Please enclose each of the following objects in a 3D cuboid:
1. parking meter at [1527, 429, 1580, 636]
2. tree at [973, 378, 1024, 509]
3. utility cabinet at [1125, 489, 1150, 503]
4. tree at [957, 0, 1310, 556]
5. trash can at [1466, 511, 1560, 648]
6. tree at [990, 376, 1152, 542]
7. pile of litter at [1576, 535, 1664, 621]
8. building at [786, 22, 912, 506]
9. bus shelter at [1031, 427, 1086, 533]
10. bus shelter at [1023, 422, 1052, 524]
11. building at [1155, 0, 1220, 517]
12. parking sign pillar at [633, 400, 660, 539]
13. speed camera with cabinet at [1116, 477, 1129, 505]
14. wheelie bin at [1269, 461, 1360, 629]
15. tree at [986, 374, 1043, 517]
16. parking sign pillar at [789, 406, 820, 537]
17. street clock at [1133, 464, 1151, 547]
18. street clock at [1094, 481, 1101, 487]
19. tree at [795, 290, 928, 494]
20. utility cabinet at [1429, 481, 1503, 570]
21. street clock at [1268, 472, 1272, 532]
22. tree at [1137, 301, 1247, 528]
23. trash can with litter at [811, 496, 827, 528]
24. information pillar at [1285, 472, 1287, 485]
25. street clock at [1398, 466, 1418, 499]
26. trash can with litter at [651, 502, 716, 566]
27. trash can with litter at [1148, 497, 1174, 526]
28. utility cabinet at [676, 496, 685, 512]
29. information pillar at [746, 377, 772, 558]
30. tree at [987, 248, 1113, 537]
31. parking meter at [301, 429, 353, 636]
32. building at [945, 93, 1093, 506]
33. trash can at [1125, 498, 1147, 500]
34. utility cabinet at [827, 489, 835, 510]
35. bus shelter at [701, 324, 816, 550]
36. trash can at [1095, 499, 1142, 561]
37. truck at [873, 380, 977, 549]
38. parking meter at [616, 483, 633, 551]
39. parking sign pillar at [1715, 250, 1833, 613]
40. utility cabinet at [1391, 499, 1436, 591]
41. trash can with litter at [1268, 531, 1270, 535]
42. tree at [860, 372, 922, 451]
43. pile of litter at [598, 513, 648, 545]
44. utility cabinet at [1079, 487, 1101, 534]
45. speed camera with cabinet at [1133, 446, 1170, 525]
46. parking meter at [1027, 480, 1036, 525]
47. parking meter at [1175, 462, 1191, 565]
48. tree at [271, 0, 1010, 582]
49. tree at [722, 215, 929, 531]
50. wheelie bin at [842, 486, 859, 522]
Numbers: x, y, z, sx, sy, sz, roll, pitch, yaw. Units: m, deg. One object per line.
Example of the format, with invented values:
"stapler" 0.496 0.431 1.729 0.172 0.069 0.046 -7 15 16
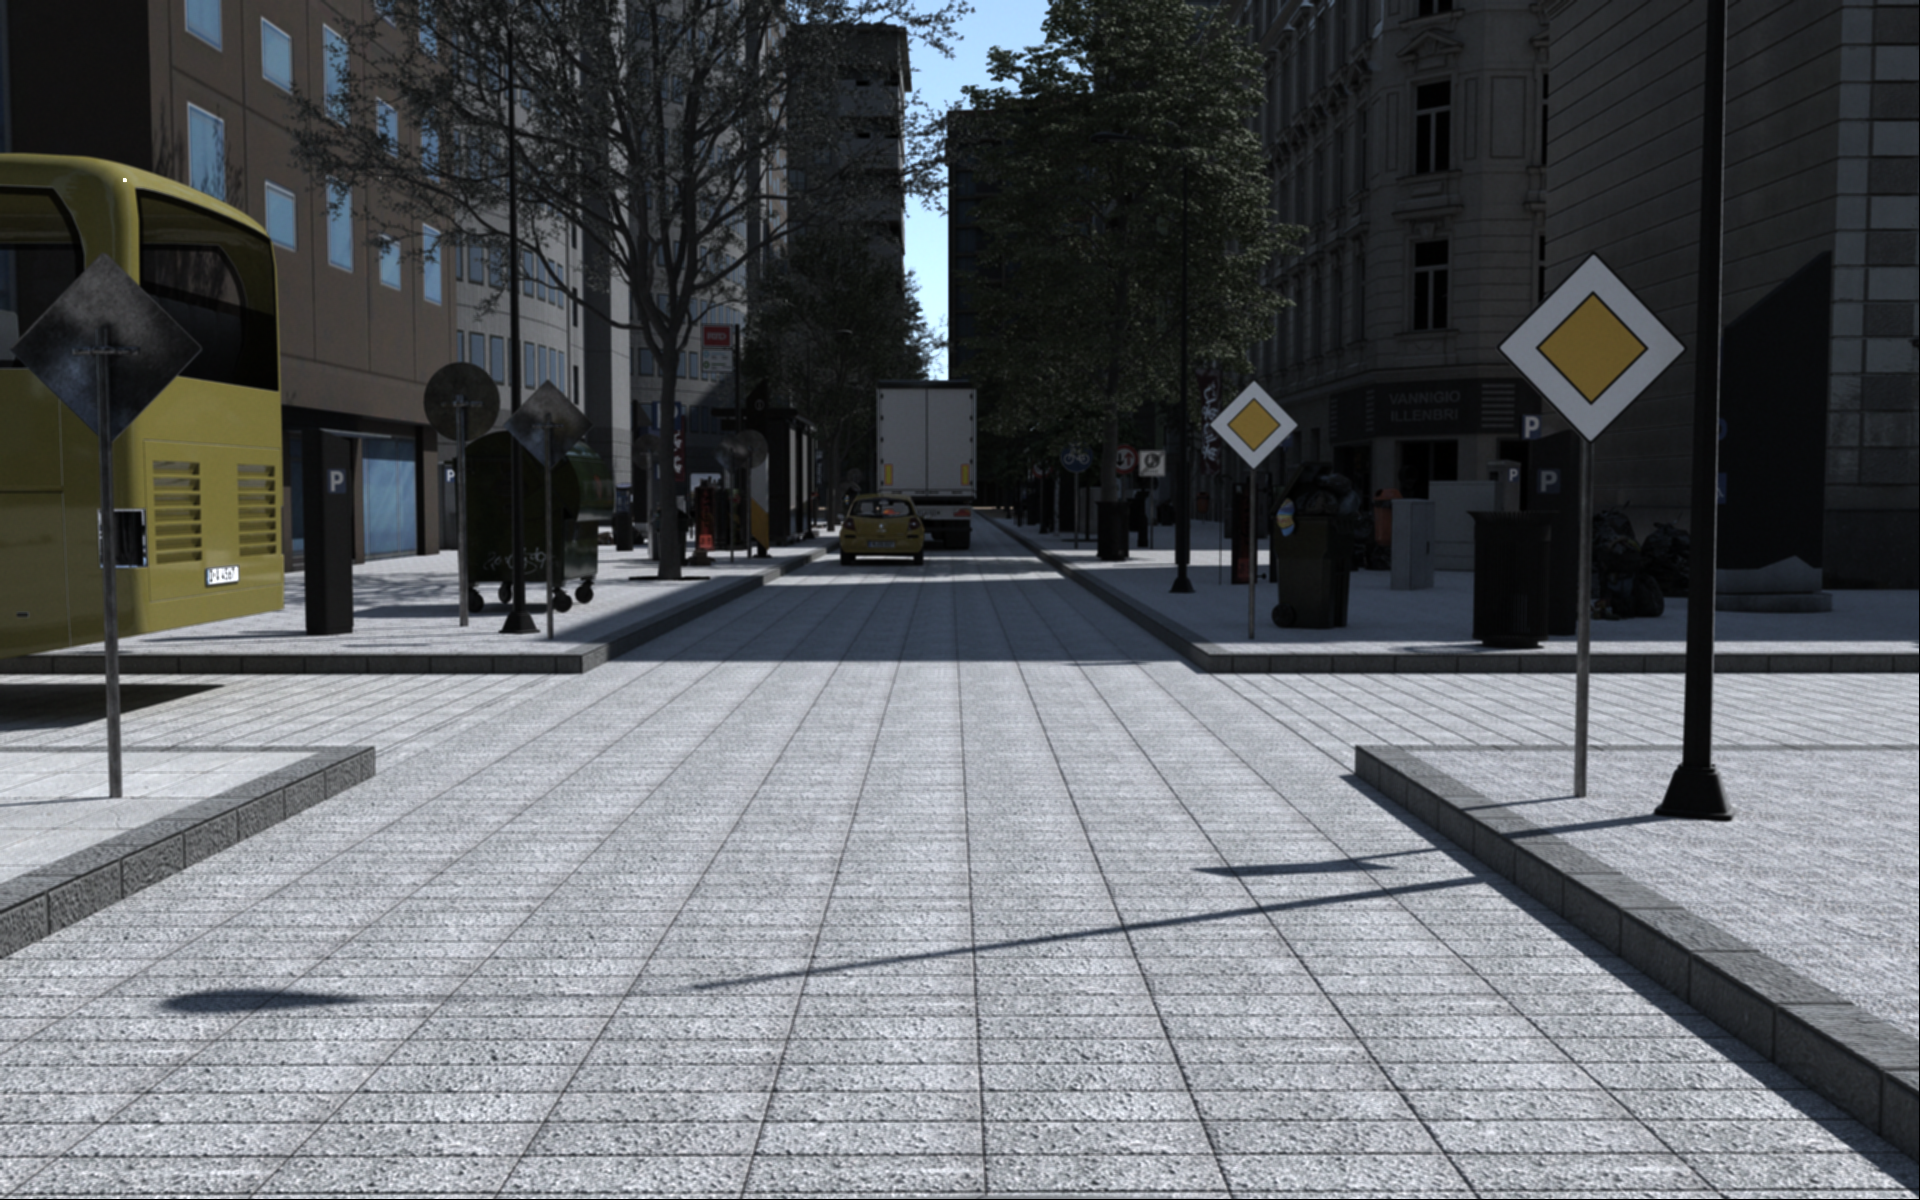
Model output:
"parking meter" 5.407 -0.617 15.798 0.255 1.863 0.399 -3 5 -43
"tree" 3.233 -13.690 149.593 9.928 11.665 9.643 0 3 0
"utility cabinet" 8.050 -4.290 78.826 1.173 1.500 0.318 0 4 -5
"tree" 3.491 -7.194 35.752 7.486 12.596 7.792 0 3 0
"trash can" 4.640 -0.179 14.575 0.748 1.137 0.748 0 3 0
"tree" 3.540 -3.876 47.089 4.285 4.588 4.351 0 3 0
"pile of litter" 6.653 -0.255 18.139 1.719 0.858 1.176 -1 4 -21
"building" -17.247 -37.108 195.949 27.495 52.752 28.713 0 4 0
"bus shelter" 3.453 -4.228 60.411 1.731 3.624 6.357 0 4 0
"bus shelter" 4.026 -6.181 78.697 2.179 5.291 8.768 0 4 0
"building" 18.163 -25.457 99.819 14.154 41.232 14.086 0 4 0
"parking sign pillar" -8.973 -3.773 50.167 1.447 3.967 1.447 1 4 17
"speed camera with cabinet" 8.837 -5.860 90.154 2.038 3.252 0.660 -3 5 -44
"wheelie bin" 3.442 -0.539 16.716 0.693 1.594 0.980 3 4 38
"tree" 3.597 -8.896 95.819 4.360 8.622 3.978 0 3 0
"parking sign pillar" -4.985 -3.911 52.416 1.447 3.967 1.447 -2 4 -26
"street clock" 4.415 -2.275 41.765 0.358 2.002 0.471 -3 5 -45
"street clock" 6.769 -5.008 86.457 0.471 2.002 0.358 -2 4 -32
"tree" -4.818 -10.511 89.978 7.486 12.596 7.792 0 3 0
"utility cabinet" 8.419 -1.235 28.873 1.173 1.500 0.318 3 5 42
"street clock" 10.244 -3.246 57.635 0.358 2.002 0.471 0 4 2
"tree" 8.575 -6.981 64.499 4.360 8.622 3.978 0 3 0
"trash can with litter" -5.621 -3.332 65.528 1.678 1.210 2.233 0 3 0
"information pillar" 10.978 -3.236 57.407 0.304 2.012 0.304 -2 4 -26
"street clock" 11.455 -2.432 44.341 0.471 2.002 0.358 -2 4 -32
"trash can with litter" -4.935 -1.193 30.895 1.055 1.170 0.624 -2 4 -35
"trash can with litter" 8.130 -3.584 69.986 1.055 1.170 0.624 1 4 12
"utility cabinet" -9.337 -2.744 56.019 1.020 1.237 0.306 3 5 42
"information pillar" -4.060 -2.659 34.828 0.504 3.616 0.183 2 4 27
"tree" 2.872 -6.236 52.315 4.737 8.622 4.395 0 3 0
"parking meter" -5.779 -0.620 15.850 0.255 1.863 0.399 2 4 25
"building" 11.137 -32.874 192.108 28.867 44.769 22.147 0 4 0
"trash can" 6.020 -2.908 59.202 0.748 1.137 0.748 0 3 0
"utility cabinet" -5.491 -3.993 73.962 0.318 1.500 1.173 0 4 -2
"bus shelter" -5.038 -4.035 43.608 2.179 5.291 8.768 0 4 -1
"trash can" 2.959 -1.332 33.433 0.748 1.137 0.748 0 3 0
"truck" -1.036 -3.625 48.189 2.839 4.237 11.283 0 4 -2
"parking meter" -7.571 -1.875 39.068 0.372 1.533 0.369 0 3 0
"parking sign pillar" 8.946 -1.882 19.243 1.447 3.967 1.447 -1 4 -17
"utility cabinet" 6.146 -0.752 23.459 0.306 1.237 1.020 2 4 32
"trash can with litter" 9.974 -2.667 54.655 1.678 1.210 2.233 -2 4 -33
"tree" -4.947 -12.789 134.847 9.928 11.665 9.643 0 3 0
"pile of litter" -8.732 -1.829 43.863 1.719 0.858 1.176 -1 4 -15
"utility cabinet" 4.178 -2.874 55.671 0.318 1.500 1.173 -1 4 -17
"speed camera with cabinet" 7.908 -4.721 71.523 0.660 3.252 2.038 -2 4 -25
"parking meter" 2.940 -4.013 71.323 0.255 1.863 0.399 2 4 32
"parking meter" 4.070 -1.586 31.635 0.255 1.863 0.399 0 4 5
"tree" -4.393 -7.051 25.654 12.009 13.543 11.850 0 3 0
"tree" -4.639 -7.618 58.969 8.767 10.594 7.601 2 4 31
"wheelie bin" -4.264 -3.663 67.795 0.693 1.594 0.980 0 4 1
